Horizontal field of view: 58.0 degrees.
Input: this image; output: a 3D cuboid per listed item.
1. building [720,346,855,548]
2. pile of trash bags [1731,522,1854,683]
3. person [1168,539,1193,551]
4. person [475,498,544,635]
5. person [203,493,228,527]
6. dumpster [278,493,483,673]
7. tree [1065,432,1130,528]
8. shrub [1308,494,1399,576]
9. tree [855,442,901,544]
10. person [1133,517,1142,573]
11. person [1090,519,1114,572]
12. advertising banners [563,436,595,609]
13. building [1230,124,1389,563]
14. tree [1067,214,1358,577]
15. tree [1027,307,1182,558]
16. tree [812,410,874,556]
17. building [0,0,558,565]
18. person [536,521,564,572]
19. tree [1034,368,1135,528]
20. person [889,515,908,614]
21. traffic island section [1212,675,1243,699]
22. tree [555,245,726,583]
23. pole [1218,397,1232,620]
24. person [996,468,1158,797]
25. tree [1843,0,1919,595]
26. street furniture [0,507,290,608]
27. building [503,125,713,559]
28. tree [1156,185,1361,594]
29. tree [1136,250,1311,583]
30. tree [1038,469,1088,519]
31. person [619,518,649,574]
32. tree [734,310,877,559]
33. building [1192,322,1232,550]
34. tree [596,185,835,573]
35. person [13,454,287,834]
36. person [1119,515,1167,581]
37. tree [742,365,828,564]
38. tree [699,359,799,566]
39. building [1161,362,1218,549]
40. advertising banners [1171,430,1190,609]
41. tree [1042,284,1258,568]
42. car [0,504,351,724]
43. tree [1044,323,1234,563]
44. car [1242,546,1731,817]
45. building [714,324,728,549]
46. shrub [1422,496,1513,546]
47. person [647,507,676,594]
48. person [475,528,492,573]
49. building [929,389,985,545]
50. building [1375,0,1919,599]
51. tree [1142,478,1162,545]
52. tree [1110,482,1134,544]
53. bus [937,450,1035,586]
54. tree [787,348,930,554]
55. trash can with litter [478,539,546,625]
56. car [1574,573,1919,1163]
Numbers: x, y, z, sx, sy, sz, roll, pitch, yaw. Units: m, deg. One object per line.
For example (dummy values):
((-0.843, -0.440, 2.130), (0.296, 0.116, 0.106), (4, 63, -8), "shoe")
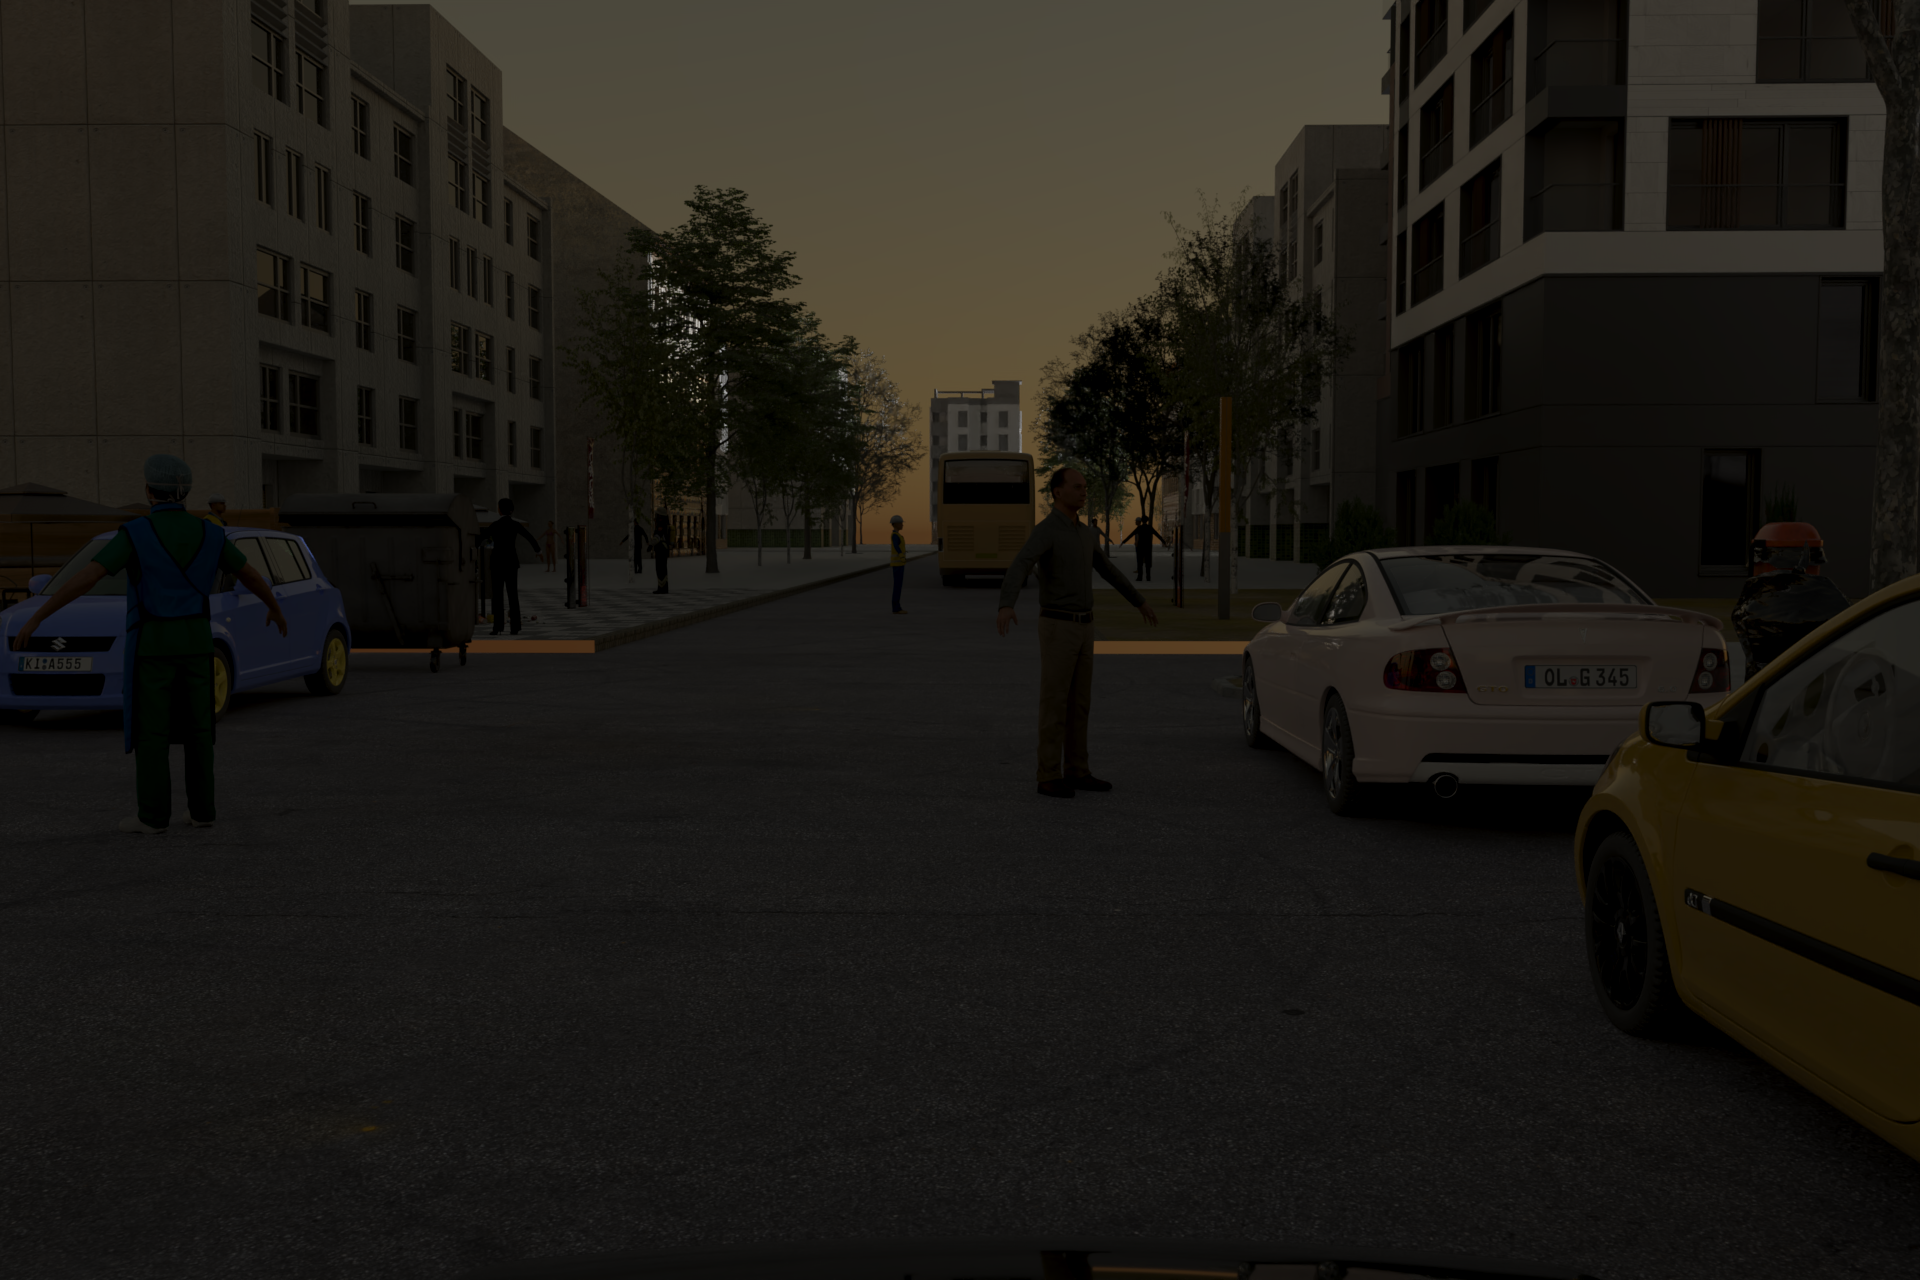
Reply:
((-20.862, -19.143, 179.439), (16.747, 18.905, 31.486), (0, 4, 2), "building")
((6.220, -0.125, 11.799), (1.912, 1.369, 3.447), (0, 4, 1), "pile of trash bags")
((6.656, -2.645, 52.505), (0.599, 1.433, 0.991), (-3, 5, -41), "person")
((-5.832, -0.938, 22.054), (1.216, 1.740, 0.721), (-3, 5, -44), "person")
((-10.014, -1.069, 23.444), (0.705, 1.833, 1.349), (0, 4, 1), "person")
((-6.129, -0.620, 18.345), (1.865, 1.857, 1.264), (0, 4, 1), "dumpster")
((8.529, -9.685, 108.715), (4.737, 8.622, 4.395), (0, 3, 0), "tree")
((7.330, -1.696, 32.148), (1.690, 2.028, 1.600), (0, 3, 0), "shrub")
((-12.396, -18.599, 214.458), (12.009, 13.543, 11.850), (0, 3, 0), "tree")
((5.870, -3.136, 57.129), (0.705, 1.847, 1.347), (0, 4, 5), "person")
((4.604, -3.228, 58.965), (1.347, 1.806, 0.705), (-1, 4, -22), "person")
((-6.653, -2.093, 30.413), (0.090, 3.025, 2.074), (0, 4, 2), "advertising banners")
((23.472, -13.267, 83.377), (16.747, 18.905, 31.486), (0, 4, 2), "building")
((7.322, -7.166, 51.584), (8.767, 10.594, 7.601), (0, 4, 6), "tree")
((8.045, -11.188, 93.290), (12.009, 13.543, 11.850), (0, 3, 0), "tree")
((-6.721, -9.074, 98.714), (4.360, 8.622, 3.978), (0, 3, 0), "tree")
((-26.017, -11.739, 58.385), (16.747, 18.905, 31.486), (0, 4, 1), "building")
((-13.839, -3.154, 58.364), (1.217, 1.733, 0.721), (1, 4, 23), "person")
((8.807, -12.275, 118.820), (7.486, 12.596, 7.792), (0, 3, 0), "tree")
((-1.037, -1.358, 31.120), (0.721, 1.772, 1.216), (0, 4, -2), "person")
((3.321, 0.439, 15.694), (1.991, 0.108, 1.994), (0, 4, 2), "traffic island section")
((-8.399, -5.807, 45.315), (4.737, 8.622, 4.395), (0, 3, 0), "tree")
((3.961, -1.961, 25.904), (0.158, 3.312, 0.155), (0, 3, 0), "pole")
((0.612, -0.052, 9.573), (0.705, 1.796, 1.348), (3, 5, 42), "person")
((7.676, -9.842, 16.808), (12.611, 20.169, 13.585), (0, 3, 0), "tree")
((-13.951, -1.498, 31.340), (11.010, 1.723, 9.812), (2, 4, 30), "street furniture")
((-24.632, -16.285, 97.184), (19.493, 23.208, 18.063), (0, 4, 2), "building")
((5.824, -5.315, 37.257), (4.360, 8.622, 3.978), (0, 3, 0), "tree")
((6.744, -5.811, 45.369), (4.737, 8.622, 4.395), (0, 3, 0), "tree")
((13.276, -17.241, 216.307), (7.601, 10.594, 8.767), (0, 4, 3), "tree")
((-10.537, -3.065, 56.332), (0.704, 1.802, 1.346), (2, 4, 32), "person")
((-7.979, -10.418, 88.461), (7.486, 12.596, 7.792), (0, 3, 0), "tree")
((25.149, -17.860, 148.432), (16.016, 20.090, 11.380), (0, 4, 1), "building")
((-7.969, -8.465, 56.529), (7.486, 12.596, 7.792), (0, 3, 0), "tree")
((-3.841, 0.012, 8.388), (0.704, 1.817, 1.347), (3, 4, 38), "person")
((5.017, -2.510, 47.227), (1.347, 1.806, 0.705), (-1, 4, -10), "person")
((-7.425, -7.590, 74.457), (4.737, 8.622, 4.395), (0, 3, 0), "tree")
((-7.821, -7.259, 69.052), (4.360, 8.622, 3.978), (0, 3, 0), "tree")
((28.791, -20.130, 160.054), (19.493, 23.208, 18.063), (0, 4, 2), "building")
((3.845, -2.081, 30.215), (0.090, 3.025, 2.074), (0, 4, 1), "advertising banners")
((7.145, -8.030, 65.698), (8.767, 10.594, 7.601), (1, 4, 10), "tree")
((-6.409, -0.279, 14.146), (1.945, 1.707, 3.694), (0, 4, 1), "car")
((8.121, -8.638, 75.646), (8.767, 10.594, 7.601), (0, 4, -7), "tree")
((2.835, 0.135, 10.156), (2.083, 1.381, 4.827), (0, 4, 1), "car")
((-25.665, -17.312, 139.468), (16.016, 20.090, 11.380), (0, 4, 1), "building")
((9.791, -1.776, 33.463), (1.690, 2.028, 1.600), (0, 3, 0), "shrub")
((-6.416, -1.915, 37.086), (0.705, 1.856, 1.354), (0, 4, 5), "person")
((-15.716, -3.080, 56.300), (1.347, 1.837, 0.705), (1, 4, 21), "person")
((-3.379, -21.907, 217.054), (11.380, 20.090, 16.016), (0, 4, -3), "building")
((25.955, -12.578, 49.618), (27.936, 21.610, 32.646), (0, 4, 2), "building")
((24.803, -15.976, 211.568), (4.360, 8.622, 3.978), (0, 3, 0), "tree")
((19.997, -16.322, 217.221), (4.737, 8.622, 4.395), (0, 3, 0), "tree")
((0.697, -3.615, 50.646), (2.896, 3.916, 12.252), (0, 4, 0), "bus")
((-6.891, -12.436, 113.703), (12.009, 13.543, 11.850), (0, 3, 0), "tree")
((-6.728, -0.883, 25.496), (1.678, 1.210, 2.233), (0, 4, 1), "trash can with litter")
((2.708, 0.394, 3.782), (2.015, 1.641, 3.980), (0, 4, 1), "car")
